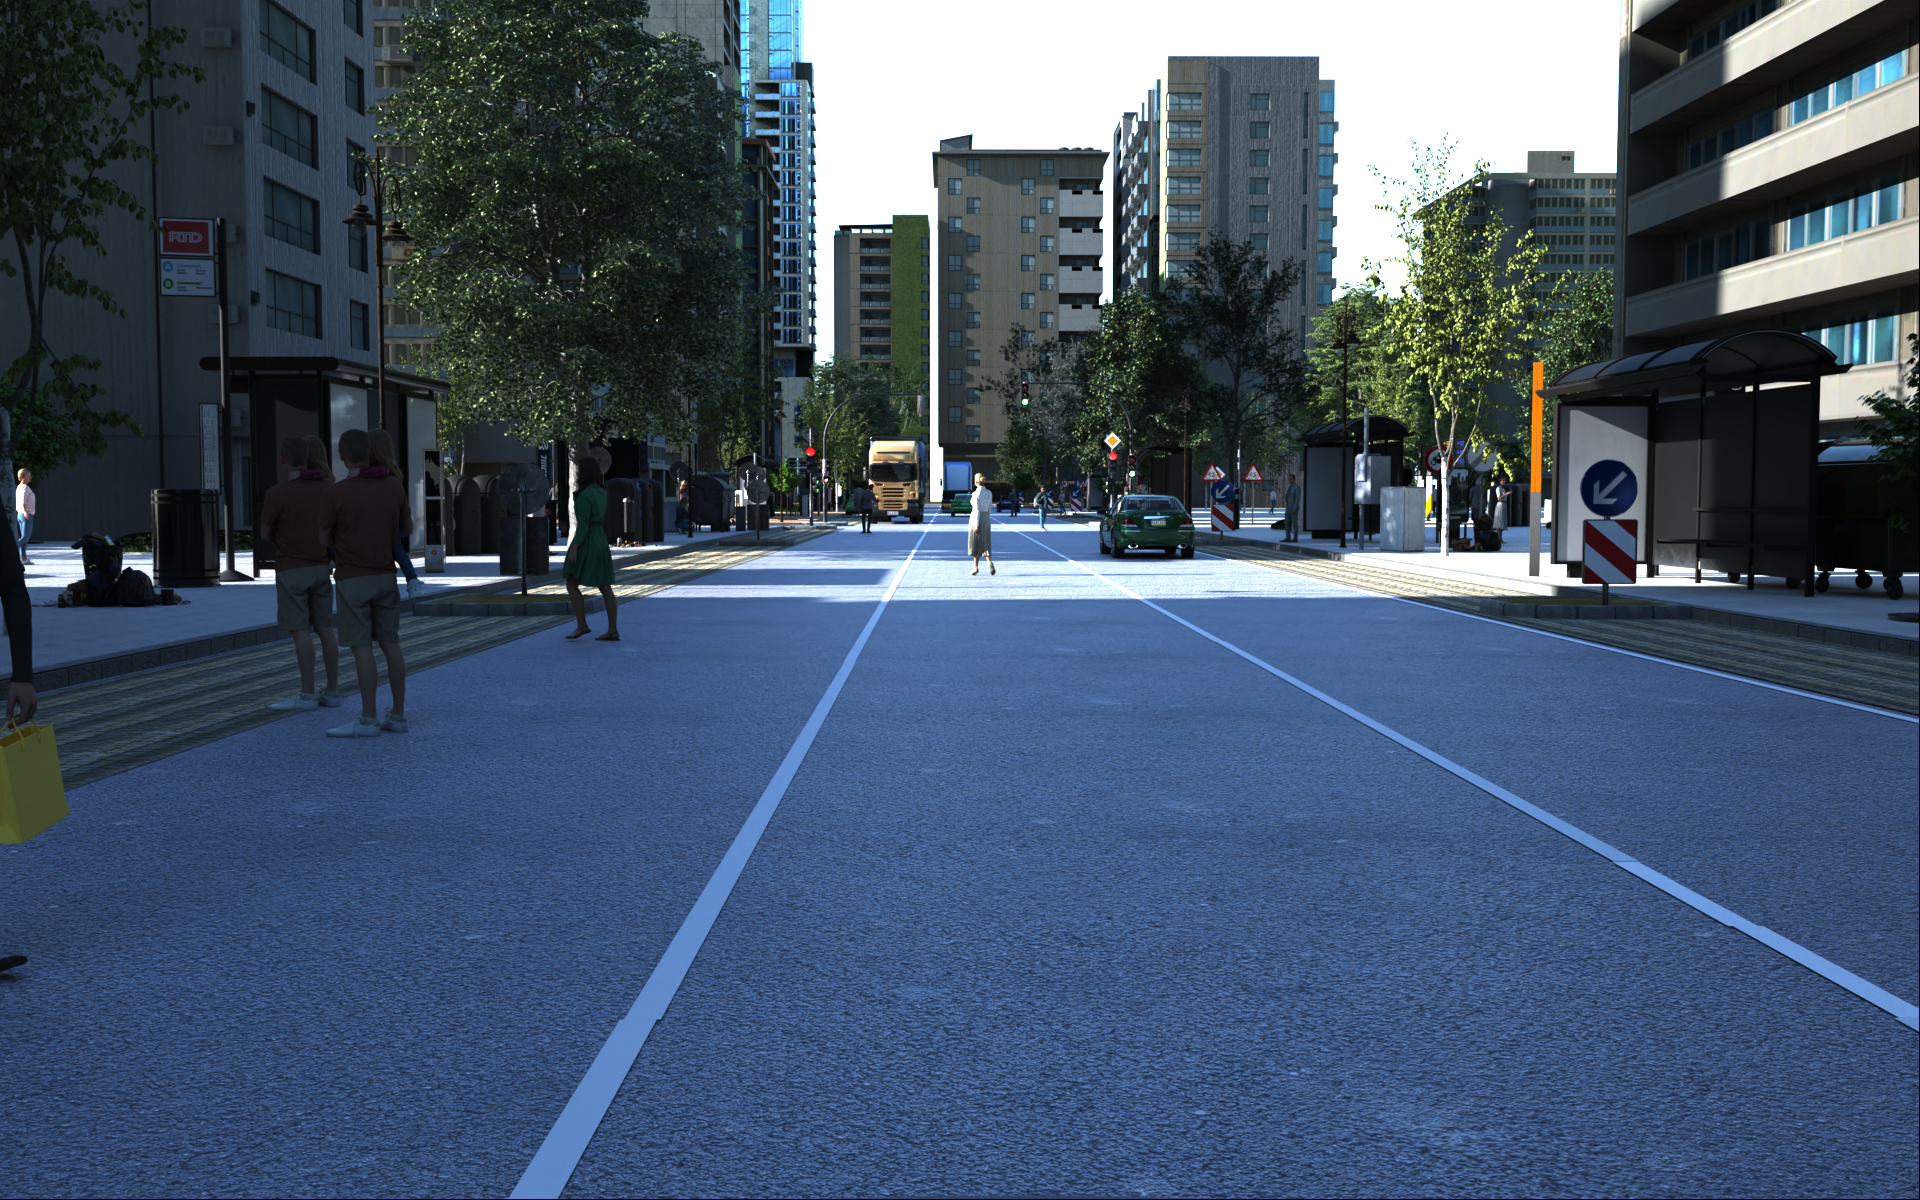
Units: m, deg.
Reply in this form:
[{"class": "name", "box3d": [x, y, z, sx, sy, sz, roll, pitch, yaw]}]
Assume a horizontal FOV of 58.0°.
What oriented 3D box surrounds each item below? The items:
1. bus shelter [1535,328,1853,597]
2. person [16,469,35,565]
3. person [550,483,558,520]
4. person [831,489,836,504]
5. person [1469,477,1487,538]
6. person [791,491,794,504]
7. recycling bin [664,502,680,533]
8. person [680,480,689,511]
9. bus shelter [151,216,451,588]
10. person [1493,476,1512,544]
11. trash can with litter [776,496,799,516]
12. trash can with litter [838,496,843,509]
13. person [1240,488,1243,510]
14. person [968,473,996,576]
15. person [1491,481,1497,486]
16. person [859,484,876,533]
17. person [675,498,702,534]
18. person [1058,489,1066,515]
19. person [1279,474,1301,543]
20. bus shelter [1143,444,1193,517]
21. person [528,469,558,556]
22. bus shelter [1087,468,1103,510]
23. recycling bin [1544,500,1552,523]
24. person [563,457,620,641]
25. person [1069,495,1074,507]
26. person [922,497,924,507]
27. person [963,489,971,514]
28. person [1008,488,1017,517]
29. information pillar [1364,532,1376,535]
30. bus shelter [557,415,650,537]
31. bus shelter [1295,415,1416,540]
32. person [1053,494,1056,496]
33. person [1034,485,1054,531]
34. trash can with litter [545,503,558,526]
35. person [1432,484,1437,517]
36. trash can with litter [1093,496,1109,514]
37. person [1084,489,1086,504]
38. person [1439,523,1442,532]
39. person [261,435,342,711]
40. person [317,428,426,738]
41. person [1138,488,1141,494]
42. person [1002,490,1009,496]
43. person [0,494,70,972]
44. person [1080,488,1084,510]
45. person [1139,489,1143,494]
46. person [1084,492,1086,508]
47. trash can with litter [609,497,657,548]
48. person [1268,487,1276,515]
[{"class": "bus shelter", "box3d": [9.868, -1.837, 23.954, 2.014, 3.302, 5.546, 0, 4, 0]}, {"class": "person", "box3d": [-16.952, -1.499, 31.229, 0.731, 1.740, 0.598, 3, 4, 37]}, {"class": "person", "box3d": [-20.264, -4.952, 86.813, 0.655, 1.846, 0.447, 0, 4, 5]}, {"class": "person", "box3d": [-13.474, -10.785, 182.309, 1.348, 1.831, 0.705, 1, 4, 17]}, {"class": "person", "box3d": [15.277, -2.747, 51.147, 0.537, 1.800, 0.526, 0, 3, 0]}, {"class": "person", "box3d": [-19.509, -11.884, 201.819, 0.593, 1.643, 0.415, 2, 4, 30]}, {"class": "recycling bin", "box3d": [-9.870, -2.791, 58.192, 0.722, 1.027, 0.722, -3, 4, -36]}, {"class": "person", "box3d": [-10.880, -3.809, 68.295, 0.573, 1.828, 0.580, -3, 4, -37]}, {"class": "bus shelter", "box3d": [-10.524, -3.072, 27.864, 2.179, 5.291, 8.768, 0, 4, 0]}, {"class": "person", "box3d": [14.080, -2.336, 44.803, 0.524, 1.755, 0.480, 2, 4, 34]}, {"class": "trash can with litter", "box3d": [-10.310, -5.612, 102.808, 2.233, 1.210, 1.678, 3, 5, 44]}, {"class": "trash can with litter", "box3d": [-9.676, -8.193, 145.009, 2.233, 1.210, 1.678, 0, 4, -5]}, {"class": "person", "box3d": [22.828, -8.267, 141.426, 0.699, 1.804, 1.509, 2, 4, 34]}, {"class": "person", "box3d": [0.405, -1.326, 30.398, 0.478, 1.798, 0.641, -2, 4, -30]}, {"class": "person", "box3d": [22.008, -3.969, 70.960, 0.620, 1.820, 0.660, -2, 4, -24]}, {"class": "person", "box3d": [-3.383, -3.344, 63.354, 0.592, 1.802, 0.473, 1, 4, 19]}, {"class": "person", "box3d": [-8.786, -2.675, 55.273, 0.738, 1.151, 1.012, -2, 4, -34]}, {"class": "person", "box3d": [6.843, -6.512, 115.561, 0.643, 1.750, 0.593, -1, 4, -9]}, {"class": "person", "box3d": [8.812, -2.434, 45.932, 0.391, 1.810, 0.635, -2, 4, -24]}, {"class": "bus shelter", "box3d": [10.102, -5.688, 84.280, 1.731, 3.624, 6.357, 0, 4, 0]}, {"class": "person", "box3d": [-8.572, -1.753, 34.977, 0.850, 1.792, 0.678, -2, 4, -29]}, {"class": "bus shelter", "box3d": [11.083, -8.770, 137.320, 2.014, 3.302, 5.546, 0, 4, -1]}, {"class": "recycling bin", "box3d": [26.762, -4.006, 78.048, 0.722, 1.027, 0.722, 1, 4, 12]}, {"class": "person", "box3d": [-3.589, -0.496, 16.854, 0.529, 1.795, 0.600, 0, 4, 3]}, {"class": "person", "box3d": [11.456, -10.439, 177.382, 0.551, 1.740, 0.621, -3, 5, -42]}, {"class": "person", "box3d": [-4.257, -11.562, 197.551, 0.705, 1.823, 1.348, 3, 5, 41]}, {"class": "person", "box3d": [0.623, -6.979, 122.881, 0.850, 1.792, 0.678, 1, 4, 11]}, {"class": "person", "box3d": [3.321, -6.202, 110.071, 0.590, 1.801, 0.661, 1, 4, 10]}, {"class": "information pillar", "box3d": [12.935, -3.065, 54.600, 0.304, 2.012, 0.304, 2, 4, 31]}, {"class": "bus shelter", "box3d": [-11.077, -3.850, 54.229, 1.731, 3.624, 6.357, 0, 4, 0]}, {"class": "bus shelter", "box3d": [10.643, -3.253, 47.107, 2.014, 3.302, 5.546, 0, 4, 0]}, {"class": "person", "box3d": [9.371, -10.583, 179.080, 1.348, 1.823, 0.705, -1, 4, -23]}, {"class": "person", "box3d": [3.217, -3.571, 67.227, 0.721, 1.781, 0.623, 2, 4, 35]}, {"class": "trash can with litter", "box3d": [-16.752, -3.621, 70.264, 1.678, 1.210, 2.233, -1, 4, -11]}, {"class": "person", "box3d": [27.023, -5.670, 98.588, 0.661, 1.843, 0.795, -1, 4, -15]}, {"class": "trash can with litter", "box3d": [9.550, -6.145, 111.536, 1.678, 1.210, 2.233, -3, 5, -40]}, {"class": "person", "box3d": [14.043, -11.427, 192.968, 1.348, 1.812, 0.705, -3, 5, -40]}, {"class": "person", "box3d": [16.608, -3.228, 59.101, 0.850, 1.792, 0.678, -2, 4, -29]}, {"class": "person", "box3d": [-4.364, -0.192, 11.612, 0.573, 1.828, 0.580, -1, 4, -15]}, {"class": "person", "box3d": [-3.517, -0.117, 10.383, 0.573, 1.828, 0.580, 0, 4, -7]}, {"class": "person", "box3d": [15.573, -8.914, 151.754, 0.822, 1.834, 0.622, -1, 4, -21]}, {"class": "person", "box3d": [4.542, -9.999, 172.128, 1.348, 1.807, 0.705, 2, 4, 28]}, {"class": "person", "box3d": [-3.435, 0.213, 5.241, 1.509, 1.804, 0.699, 2, 4, 24]}, {"class": "person", "box3d": [9.571, -7.949, 136.563, 0.362, 1.759, 0.519, 2, 4, 31]}, {"class": "person", "box3d": [16.999, -9.564, 163.215, 0.445, 1.727, 0.742, 2, 4, 33]}, {"class": "person", "box3d": [11.404, -9.101, 155.381, 0.617, 1.759, 0.750, 1, 4, 16]}, {"class": "trash can with litter", "box3d": [-8.253, -1.911, 42.303, 1.678, 1.210, 2.233, 0, 3, 0]}, {"class": "person", "box3d": [19.280, -6.123, 106.829, 0.598, 1.740, 0.731, -2, 4, -28]}]
